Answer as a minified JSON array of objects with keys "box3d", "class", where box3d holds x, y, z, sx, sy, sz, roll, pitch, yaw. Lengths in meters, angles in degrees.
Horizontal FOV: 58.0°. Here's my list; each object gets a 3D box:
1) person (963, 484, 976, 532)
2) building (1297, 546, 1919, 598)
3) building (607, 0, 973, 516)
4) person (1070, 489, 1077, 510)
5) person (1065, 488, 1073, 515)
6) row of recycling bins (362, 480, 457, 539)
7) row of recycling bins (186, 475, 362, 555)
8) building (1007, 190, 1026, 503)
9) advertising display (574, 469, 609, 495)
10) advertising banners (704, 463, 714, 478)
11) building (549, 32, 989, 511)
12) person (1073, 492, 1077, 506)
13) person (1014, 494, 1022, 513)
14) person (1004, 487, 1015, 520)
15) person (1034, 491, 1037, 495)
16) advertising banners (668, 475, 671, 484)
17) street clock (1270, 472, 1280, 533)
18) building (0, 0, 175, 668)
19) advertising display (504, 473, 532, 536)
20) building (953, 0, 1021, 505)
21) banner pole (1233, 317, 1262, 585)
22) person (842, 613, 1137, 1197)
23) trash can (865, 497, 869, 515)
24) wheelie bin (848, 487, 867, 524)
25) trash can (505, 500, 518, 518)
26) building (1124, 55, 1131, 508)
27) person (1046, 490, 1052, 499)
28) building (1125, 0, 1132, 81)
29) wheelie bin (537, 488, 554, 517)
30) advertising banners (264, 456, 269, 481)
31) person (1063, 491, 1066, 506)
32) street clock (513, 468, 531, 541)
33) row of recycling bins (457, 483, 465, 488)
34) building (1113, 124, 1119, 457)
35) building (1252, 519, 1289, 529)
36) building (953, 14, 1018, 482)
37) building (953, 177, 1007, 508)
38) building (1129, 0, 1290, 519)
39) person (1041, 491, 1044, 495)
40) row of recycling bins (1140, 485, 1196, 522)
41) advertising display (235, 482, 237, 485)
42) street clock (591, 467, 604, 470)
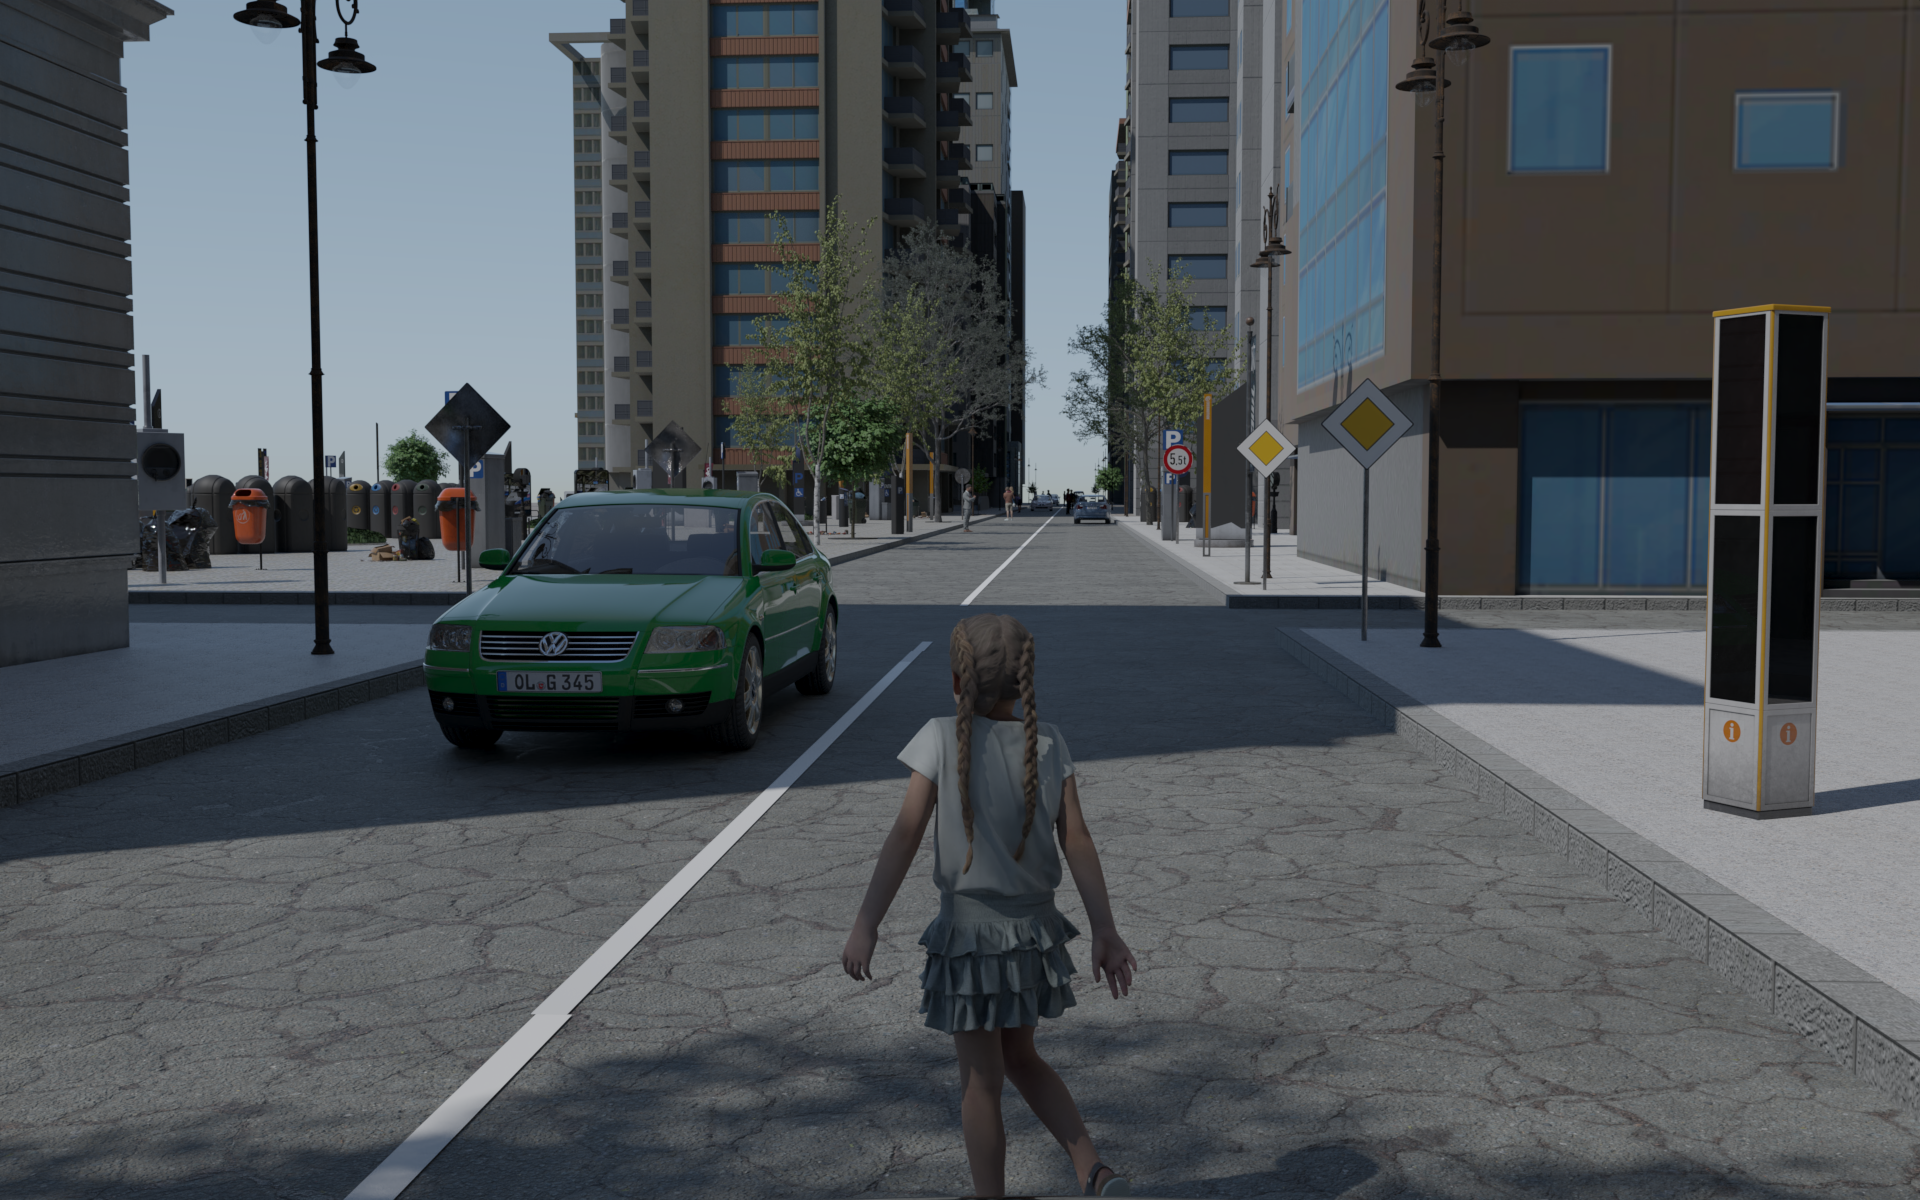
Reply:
[{"box3d":[0.359,-3.473,65.463,0.466,1.800,0.511,0,4,8],"class":"person"},{"box3d":[13.109,-23.025,26.570,14.200,45.320,14.600,0,4,4],"class":"building"},{"box3d":[-10.648,-28.076,113.660,22.147,44.769,28.867,0,4,4],"class":"building"},{"box3d":[10.280,-9.298,160.153,1.348,1.869,0.705,3,4,36],"class":"person"},{"box3d":[7.509,-6.803,119.699,0.705,1.831,1.348,2,4,25],"class":"person"},{"box3d":[-16.399,-2.638,50.246,3.534,1.692,1.069,2,4,28],"class":"row of recycling bins"},{"box3d":[-15.000,-1.880,37.844,1.069,1.692,3.534,3,4,36],"class":"row of recycling bins"},{"box3d":[2.310,-36.610,248.685,14.600,45.320,14.200,0,4,4],"class":"building"},{"box3d":[-9.663,-2.462,45.473,0.974,1.923,0.123,-3,5,-41],"class":"advertising display"},{"box3d":[-14.859,-6.191,97.413,2.074,3.025,0.090,0,4,7],"class":"advertising banners"},{"box3d":[-14.042,-27.443,140.582,32.217,40.220,23.993,0,4,4],"class":"building"},{"box3d":[13.272,-11.812,202.349,1.217,1.736,0.721,-3,4,-38],"class":"person"},{"box3d":[4.462,-7.437,133.320,0.697,1.427,0.421,2,4,26],"class":"person"},{"box3d":[2.714,-5.245,94.236,0.573,1.828,0.580,3,4,38],"class":"person"},{"box3d":[8.519,-11.354,194.812,0.551,1.740,0.621,2,4,25],"class":"person"},{"box3d":[-8.111,-3.126,47.297,0.090,3.025,2.074,-2,4,-24],"class":"advertising banners"},{"box3d":[10.253,-3.178,56.531,0.358,2.002,0.471,-1,4,-11],"class":"street clock"},{"box3d":[-17.012,-10.606,9.559,21.152,22.565,11.583,0,4,4],"class":"building"},{"box3d":[-13.623,-2.936,53.217,0.123,1.923,0.974,3,5,45],"class":"advertising display"},{"box3d":[-2.964,-55.810,225.170,22.319,86.520,31.000,0,4,4],"class":"building"},{"box3d":[4.085,-2.098,24.320,0.401,3.779,0.863,0,4,2],"class":"banner pole"},{"box3d":[0.051,0.633,3.161,0.505,1.210,0.382,-2,4,-24],"class":"person"},{"box3d":[-5.031,-5.143,95.749,0.748,1.137,0.748,0,3,0],"class":"trash can"},{"box3d":[-4.437,-4.088,74.749,0.693,1.594,0.980,-3,5,-41],"class":"wheelie bin"},{"box3d":[-10.276,-1.658,38.763,0.748,1.137,0.748,0,3,0],"class":"trash can"},{"box3d":[22.709,-29.424,164.672,14.154,41.232,14.086,0,4,4],"class":"building"},{"box3d":[8.822,-10.100,173.262,0.705,1.869,1.348,3,5,43],"class":"person"},{"box3d":[24.734,-29.837,142.455,22.147,44.769,28.867,0,4,4],"class":"building"},{"box3d":[-21.415,-4.998,89.626,0.693,1.594,0.980,2,4,35],"class":"wheelie bin"},{"box3d":[-32.490,-5.152,80.421,0.090,3.025,2.074,-3,5,-44],"class":"advertising banners"},{"box3d":[12.589,-12.207,208.108,0.705,1.821,1.348,1,4,13],"class":"person"},{"box3d":[-12.089,-2.648,47.863,0.358,2.002,0.471,2,4,28],"class":"street clock"},{"box3d":[-18.410,-3.451,63.536,1.069,1.692,3.534,0,4,7],"class":"row of recycling bins"},{"box3d":[28.857,-33.287,198.872,22.147,44.769,28.867,0,4,4],"class":"building"},{"box3d":[22.648,-32.566,74.458,21.231,58.520,28.212,0,4,4],"class":"building"},{"box3d":[-8.205,-37.179,197.116,28.713,52.752,27.495,0,4,4],"class":"building"},{"box3d":[-2.924,-23.768,160.307,14.160,30.474,14.107,0,4,4],"class":"building"},{"box3d":[21.745,-34.948,113.400,21.231,58.520,28.212,0,4,4],"class":"building"},{"box3d":[9.693,-11.815,201.756,0.705,1.814,1.350,-1,4,-23],"class":"person"},{"box3d":[9.778,-4.383,78.779,3.534,1.692,1.069,3,4,36],"class":"row of recycling bins"},{"box3d":[-38.446,-5.380,93.175,0.974,1.923,0.123,-3,5,-39],"class":"advertising display"},{"box3d":[-9.826,-2.596,47.017,0.358,2.002,0.471,1,4,17],"class":"street clock"}]
